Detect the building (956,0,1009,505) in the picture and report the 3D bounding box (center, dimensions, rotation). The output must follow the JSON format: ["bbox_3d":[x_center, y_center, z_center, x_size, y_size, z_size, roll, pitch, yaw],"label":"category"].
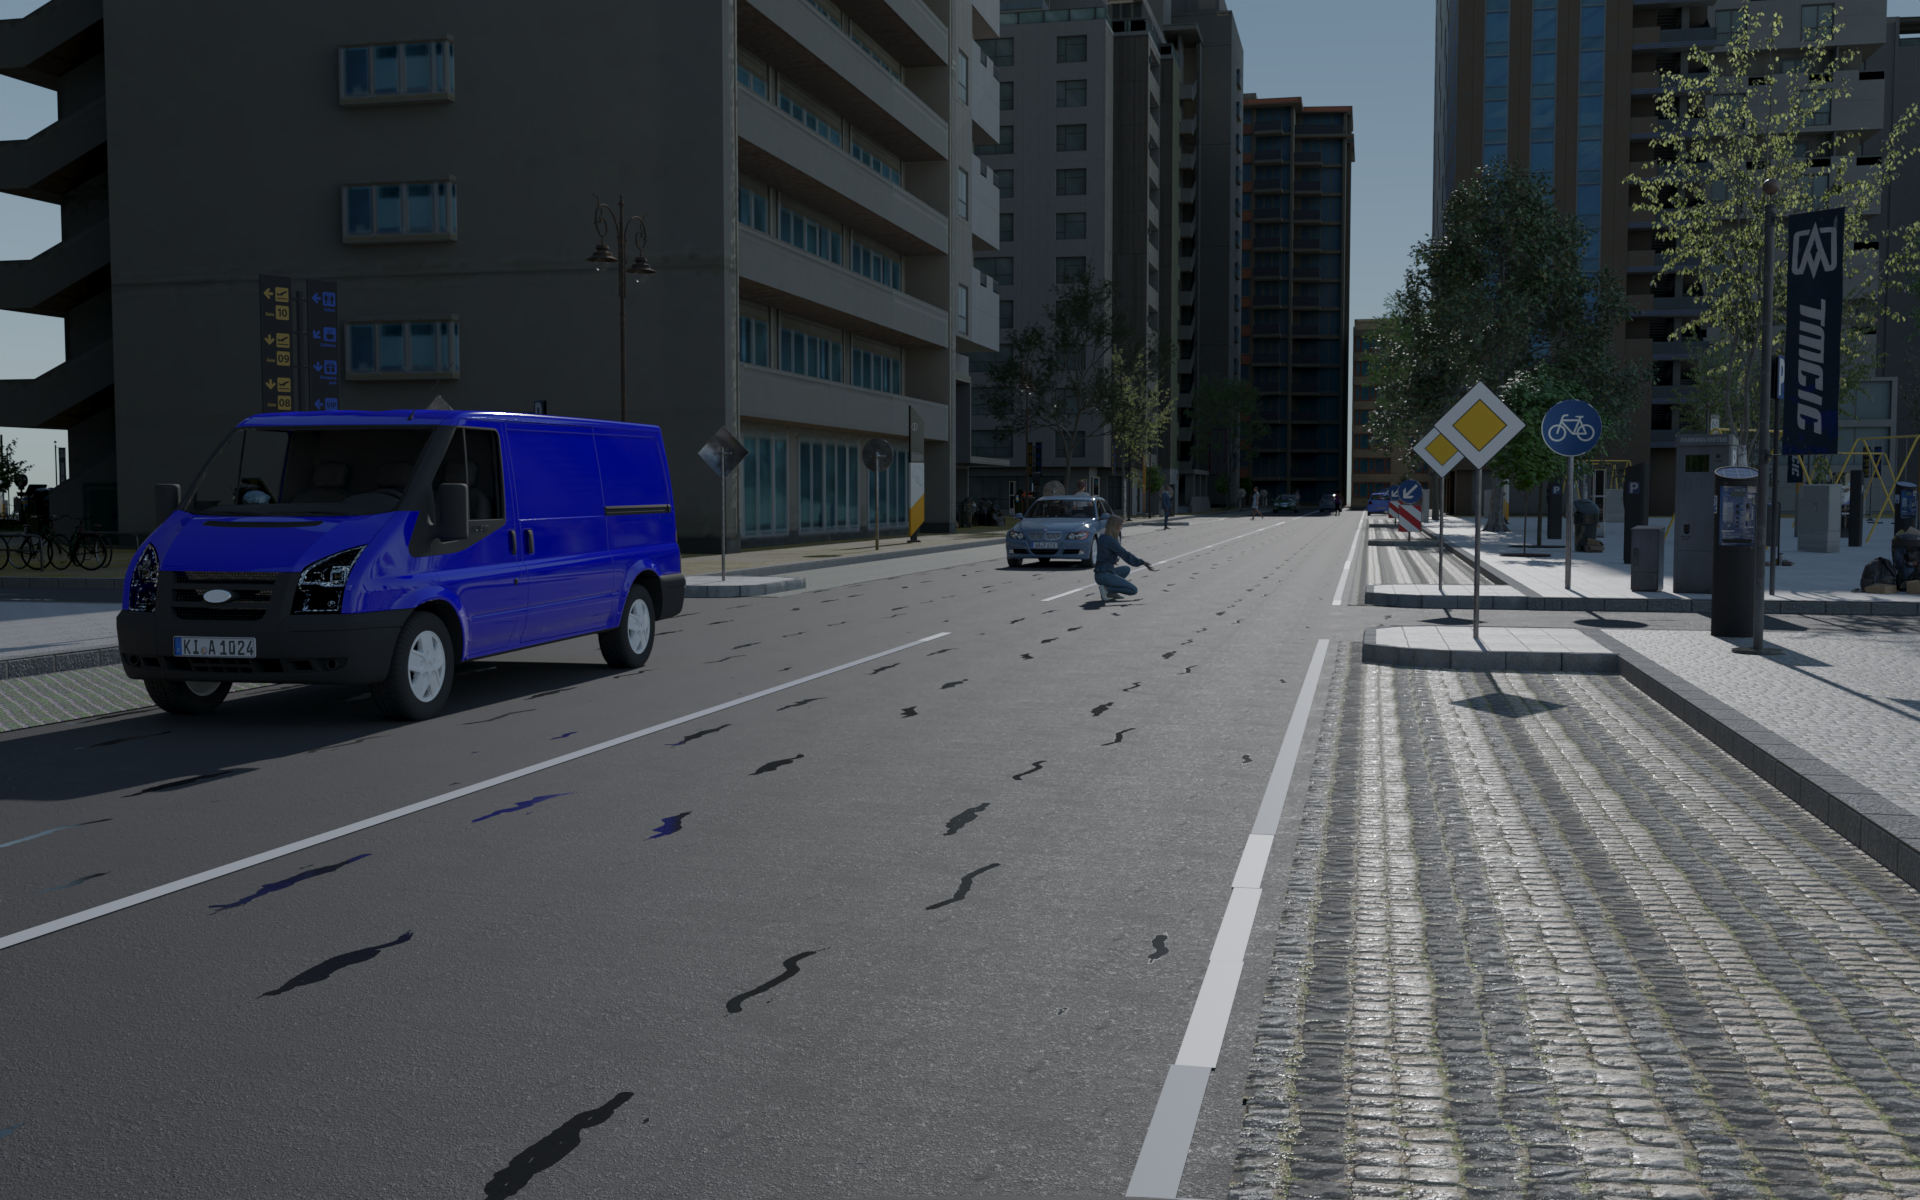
[{"bbox_3d":[-13.471,-30.102,81.408,28.713,52.752,27.495,1,4,13],"label":"building"}]

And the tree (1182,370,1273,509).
[{"bbox_3d":[22.517,-13.417,145.124,9.928,11.665,9.643,0,3,0],"label":"tree"}]

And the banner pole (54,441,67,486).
[{"bbox_3d":[-42.255,-5.586,81.342,0.401,3.779,0.863,1,4,15],"label":"banner pole"}]

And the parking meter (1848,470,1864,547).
[{"bbox_3d":[21.882,-2.237,42.281,0.255,1.863,0.399,3,4,37],"label":"parking meter"}]

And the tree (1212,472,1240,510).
[{"bbox_3d":[21.119,-8.807,138.596,1.663,3.219,1.824,0,3,0],"label":"tree"}]

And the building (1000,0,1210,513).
[{"bbox_3d":[1.815,-26.661,127.786,32.217,40.220,23.993,1,4,13],"label":"building"}]

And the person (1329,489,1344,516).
[{"bbox_3d":[24.983,-6.463,114.853,1.217,1.739,0.721,-2,4,-28],"label":"person"}]

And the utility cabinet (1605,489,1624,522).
[{"bbox_3d":[29.420,-4.192,77.219,1.173,1.500,0.318,1,4,19],"label":"utility cabinet"}]

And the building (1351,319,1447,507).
[{"bbox_3d":[57.772,-21.047,189.159,28.899,21.520,27.650,1,4,13],"label":"building"}]

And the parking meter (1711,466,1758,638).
[{"bbox_3d":[6.985,-0.440,15.605,0.372,1.533,0.369,0,3,0],"label":"parking meter"}]

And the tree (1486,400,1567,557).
[{"bbox_3d":[11.512,-2.509,35.627,1.663,3.219,1.824,0,3,0],"label":"tree"}]

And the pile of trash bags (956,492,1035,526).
[{"bbox_3d":[1.346,-3.650,69.434,3.447,1.369,1.912,0,4,-7],"label":"pile of trash bags"}]

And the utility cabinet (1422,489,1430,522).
[{"bbox_3d":[21.285,-4.316,79.241,0.318,1.500,1.173,1,4,13],"label":"utility cabinet"}]

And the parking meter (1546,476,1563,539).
[{"bbox_3d":[16.871,-2.657,49.157,0.399,1.863,0.255,0,4,4],"label":"parking meter"}]

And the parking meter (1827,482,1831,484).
[{"bbox_3d":[36.413,-4.104,72.818,0.399,1.863,0.255,1,4,19],"label":"parking meter"}]

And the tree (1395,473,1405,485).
[{"bbox_3d":[39.502,-9.723,153.577,1.663,3.219,1.824,0,3,0],"label":"tree"}]

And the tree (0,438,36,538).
[{"bbox_3d":[-28.660,-3.474,51.403,1.663,3.219,1.824,0,3,0],"label":"tree"}]

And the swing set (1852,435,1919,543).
[{"bbox_3d":[25.232,-3.017,46.943,2.862,2.851,3.119,0,4,-3],"label":"swing set"}]

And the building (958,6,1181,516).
[{"bbox_3d":[5.885,-20.543,107.586,14.160,30.474,14.107,1,4,13],"label":"building"}]

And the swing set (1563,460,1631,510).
[{"bbox_3d":[29.338,-5.026,79.801,3.119,2.851,2.862,0,4,-7],"label":"swing set"}]

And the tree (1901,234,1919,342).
[{"bbox_3d":[31.803,-7.667,51.103,9.928,11.665,9.643,0,3,0],"label":"tree"}]

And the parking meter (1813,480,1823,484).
[{"bbox_3d":[34.435,-3.905,69.553,0.255,1.863,0.399,0,4,2],"label":"parking meter"}]

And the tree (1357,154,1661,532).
[{"bbox_3d":[18.426,-8.672,58.790,9.611,12.733,9.660,0,3,0],"label":"tree"}]

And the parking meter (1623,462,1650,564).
[{"bbox_3d":[12.386,-1.592,31.746,0.255,1.863,0.399,-3,5,-43],"label":"parking meter"}]

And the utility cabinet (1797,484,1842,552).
[{"bbox_3d":[18.979,-1.810,38.276,0.318,1.500,1.173,0,4,-4],"label":"utility cabinet"}]

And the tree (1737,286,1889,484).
[{"bbox_3d":[29.472,-6.667,59.366,4.737,8.622,4.395,0,3,0],"label":"tree"}]

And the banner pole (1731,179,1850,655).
[{"bbox_3d":[6.560,-1.447,13.670,0.401,3.779,0.863,-2,4,-31],"label":"banner pole"}]

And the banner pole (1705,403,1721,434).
[{"bbox_3d":[20.635,-3.523,47.612,0.863,3.779,0.401,-3,4,-37],"label":"banner pole"}]

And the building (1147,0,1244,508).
[{"bbox_3d":[15.391,-33.084,164.631,21.600,48.544,21.300,1,4,13],"label":"building"}]

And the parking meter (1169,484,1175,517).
[{"bbox_3d":[12.037,-5.695,98.817,0.399,1.863,0.255,3,4,39],"label":"parking meter"}]

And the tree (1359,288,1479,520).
[{"bbox_3d":[23.544,-9.773,85.550,9.928,11.665,9.643,0,3,0],"label":"tree"}]

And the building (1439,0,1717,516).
[{"bbox_3d":[37.178,-27.875,105.871,14.600,45.320,14.200,1,4,13],"label":"building"}]

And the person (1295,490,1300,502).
[{"bbox_3d":[26.728,-7.832,137.228,0.551,1.740,0.621,3,5,42],"label":"person"}]

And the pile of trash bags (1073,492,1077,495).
[{"bbox_3d":[4.678,-4.505,83.401,1.912,1.369,3.447,-3,5,-43],"label":"pile of trash bags"}]

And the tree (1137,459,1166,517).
[{"bbox_3d":[10.584,-6.189,95.796,1.663,3.219,1.824,0,3,0],"label":"tree"}]

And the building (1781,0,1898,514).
[{"bbox_3d":[48.597,-32.727,124.333,28.713,52.752,27.495,1,4,13],"label":"building"}]

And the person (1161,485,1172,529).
[{"bbox_3d":[8.443,-3.800,70.813,0.419,1.800,0.721,1,4,18],"label":"person"}]

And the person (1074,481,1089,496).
[{"bbox_3d":[3.027,-2.038,42.388,0.480,1.755,0.524,1,4,17],"label":"person"}]

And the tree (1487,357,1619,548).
[{"bbox_3d":[13.991,-3.537,41.541,4.285,4.588,4.351,0,3,0],"label":"tree"}]

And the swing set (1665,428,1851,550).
[{"bbox_3d":[19.173,-2.708,41.902,3.119,2.851,2.862,-2,4,-33],"label":"swing set"}]

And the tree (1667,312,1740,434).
[{"bbox_3d":[30.896,-7.371,70.885,4.737,8.622,4.395,0,3,0],"label":"tree"}]

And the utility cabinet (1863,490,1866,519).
[{"bbox_3d":[46.084,-4.939,89.425,1.173,1.500,0.318,1,4,20],"label":"utility cabinet"}]

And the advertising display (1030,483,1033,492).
[{"bbox_3d":[4.079,-5.616,97.037,0.123,1.923,0.974,1,4,15],"label":"advertising display"}]

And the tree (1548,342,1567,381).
[{"bbox_3d":[24.221,-7.112,66.649,4.360,8.622,3.978,0,3,0],"label":"tree"}]

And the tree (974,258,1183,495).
[{"bbox_3d":[4.325,-8.228,68.935,8.767,10.594,7.601,-2,4,-35],"label":"tree"}]

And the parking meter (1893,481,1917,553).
[{"bbox_3d":[18.190,-1.524,33.331,0.372,1.533,0.369,0,3,0],"label":"parking meter"}]

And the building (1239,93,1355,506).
[{"bbox_3d":[28.910,-32.919,192.851,28.867,44.769,22.147,1,4,13],"label":"building"}]

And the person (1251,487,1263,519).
[{"bbox_3d":[16.643,-5.414,97.107,0.778,1.811,0.616,1,4,17],"label":"person"}]

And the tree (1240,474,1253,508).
[{"bbox_3d":[27.351,-10.391,164.494,1.663,3.219,1.824,0,3,0],"label":"tree"}]

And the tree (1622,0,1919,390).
[{"bbox_3d":[12.185,-4.644,26.299,4.360,8.622,3.978,0,3,0],"label":"tree"}]

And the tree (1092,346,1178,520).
[{"bbox_3d":[8.387,-8.265,85.499,4.360,8.622,3.978,0,3,0],"label":"tree"}]

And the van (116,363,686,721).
[{"bbox_3d":[-3.886,-0.517,12.843,2.240,2.365,5.245,1,4,12],"label":"van"}]

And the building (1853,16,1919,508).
[{"bbox_3d":[81.561,-28.640,151.852,14.086,41.232,14.154,1,4,13],"label":"building"}]

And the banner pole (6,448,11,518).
[{"bbox_3d":[-50.921,-6.275,92.613,0.401,3.779,0.863,-1,4,-22],"label":"banner pole"}]

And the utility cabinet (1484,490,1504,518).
[{"bbox_3d":[28.092,-5.031,90.934,0.318,1.500,1.173,-3,4,-36],"label":"utility cabinet"}]

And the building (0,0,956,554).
[{"bbox_3d":[-12.918,-25.952,48.025,21.300,48.544,21.600,1,4,13],"label":"building"}]

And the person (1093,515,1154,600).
[{"bbox_3d":[2.153,-0.588,23.619,0.738,1.151,1.012,-1,4,-11],"label":"person"}]

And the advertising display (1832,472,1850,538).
[{"bbox_3d":[25.970,-2.788,50.799,0.974,1.923,0.123,-1,4,-20],"label":"advertising display"}]
